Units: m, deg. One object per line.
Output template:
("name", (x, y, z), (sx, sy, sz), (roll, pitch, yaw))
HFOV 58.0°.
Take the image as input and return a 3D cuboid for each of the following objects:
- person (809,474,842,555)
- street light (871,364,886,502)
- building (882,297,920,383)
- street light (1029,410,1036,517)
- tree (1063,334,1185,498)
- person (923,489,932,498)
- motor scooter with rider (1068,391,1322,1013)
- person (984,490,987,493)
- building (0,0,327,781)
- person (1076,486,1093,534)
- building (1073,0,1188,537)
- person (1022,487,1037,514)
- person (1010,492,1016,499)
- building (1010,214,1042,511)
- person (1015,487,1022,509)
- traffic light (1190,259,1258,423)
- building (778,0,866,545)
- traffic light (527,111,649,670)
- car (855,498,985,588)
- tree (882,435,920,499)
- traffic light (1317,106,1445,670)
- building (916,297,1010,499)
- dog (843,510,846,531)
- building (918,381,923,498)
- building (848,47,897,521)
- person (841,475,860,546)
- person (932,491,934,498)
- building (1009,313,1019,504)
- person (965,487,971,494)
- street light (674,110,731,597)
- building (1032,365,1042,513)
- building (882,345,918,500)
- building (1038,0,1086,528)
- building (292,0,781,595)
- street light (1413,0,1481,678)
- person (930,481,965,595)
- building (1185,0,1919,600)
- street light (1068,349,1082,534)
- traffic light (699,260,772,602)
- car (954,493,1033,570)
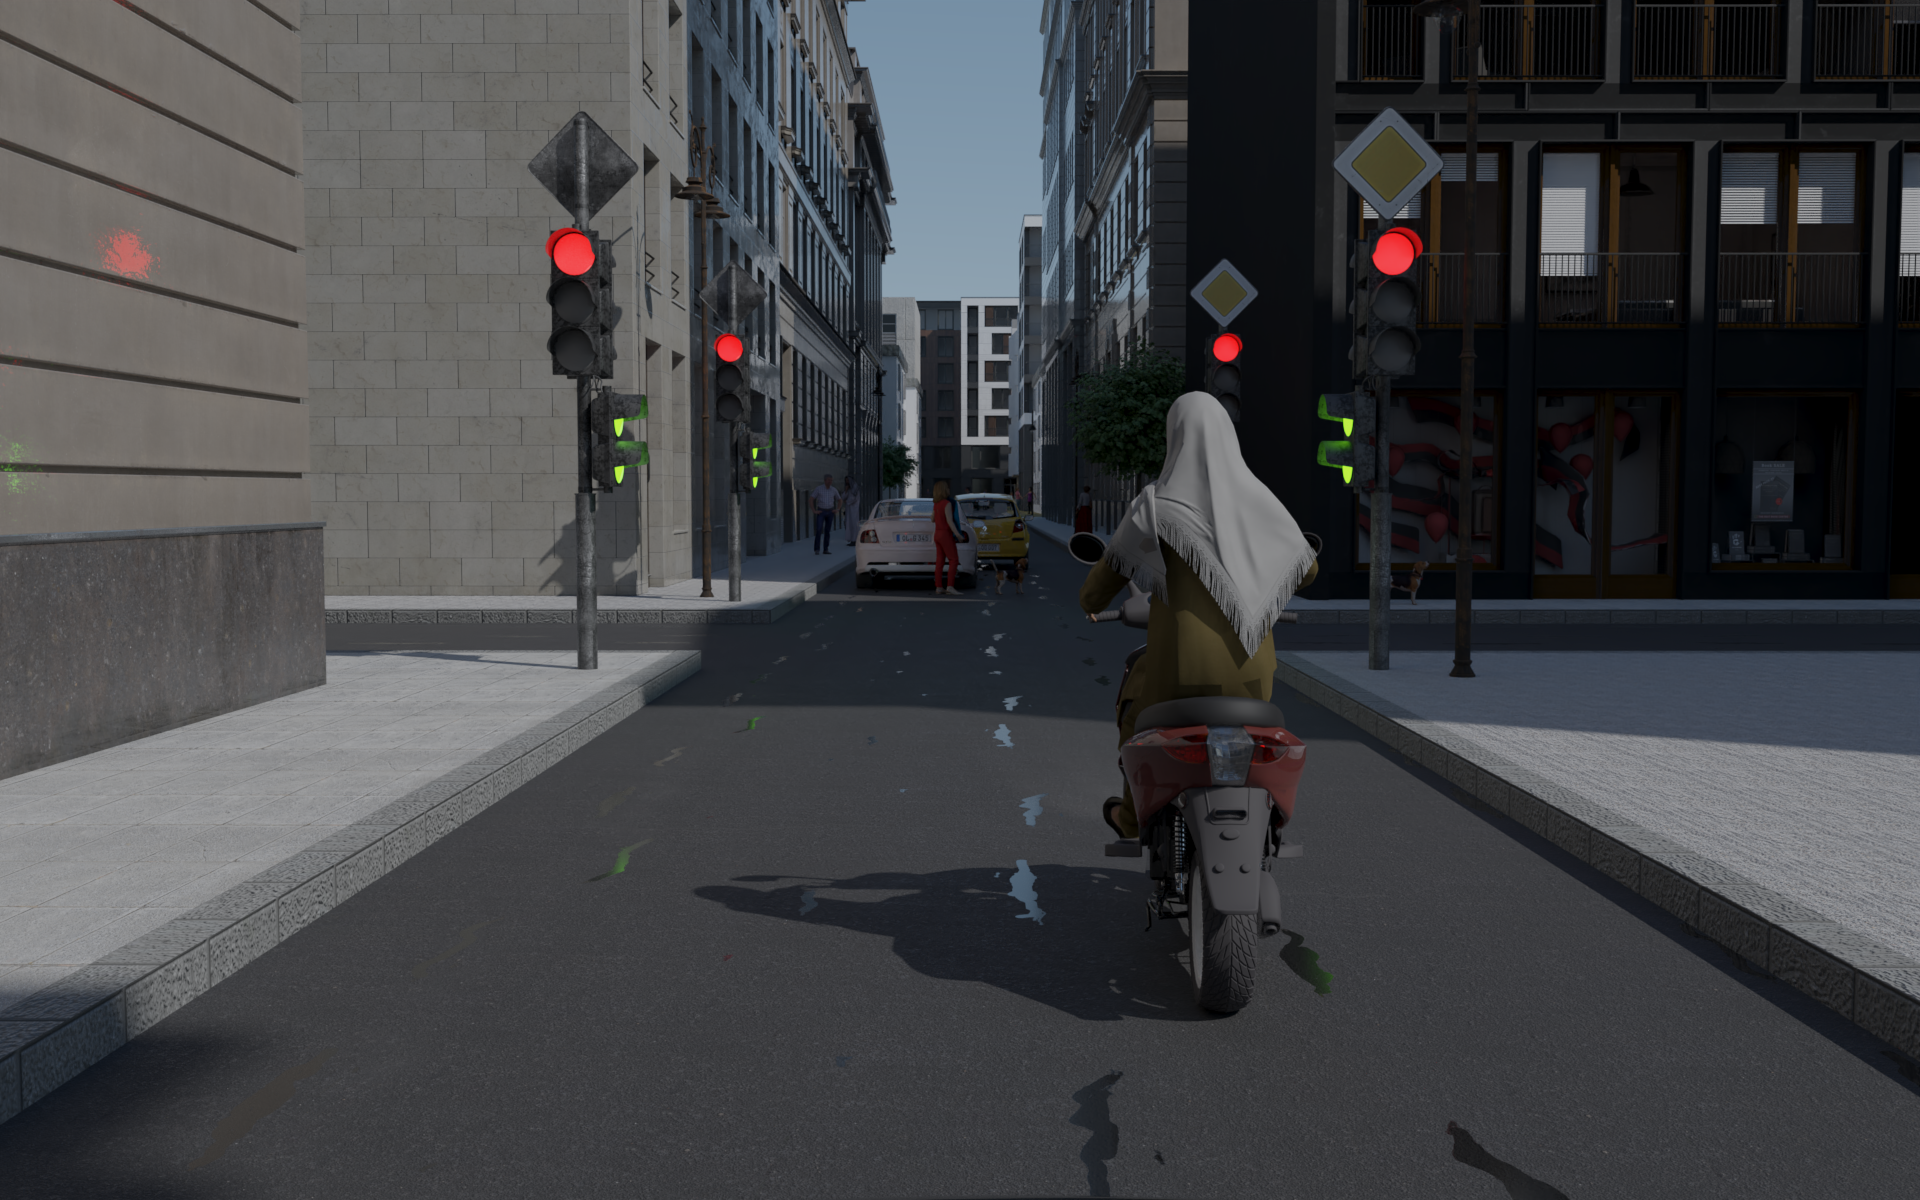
("person", (-2.836, -1.827, 36.846), (0.756, 1.711, 0.436), (-1, 4, -17))
("street light", (-2.891, -5.430, 61.563), (0.468, 5.910, 1.993), (0, 4, 0))
("building", (-19.743, -18.202, 164.058), (31.486, 18.905, 16.747), (0, 4, 0))
("street light", (3.984, -7.492, 95.282), (0.468, 5.910, 1.993), (0, 4, 0))
("tree", (3.790, -3.176, 35.648), (4.285, 4.588, 4.351), (0, 3, 0))
("person", (-3.077, -9.836, 167.410), (0.990, 1.755, 0.434), (0, 4, 5))
("motor scooter with rider", (0.779, 0.219, 5.389), (0.876, 1.779, 1.986), (0, 4, 2))
("person", (2.366, -9.043, 156.227), (0.599, 1.838, 0.709), (1, 4, 22))
("building", (-16.420, -12.723, 5.289), (25.104, 27.353, 12.463), (0, 4, 0))
("person", (3.597, -2.534, 49.938), (0.523, 1.526, 0.387), (-1, 4, -21))
("building", (10.211, -15.610, 52.488), (12.463, 27.353, 25.104), (0, 4, 0))
("person", (4.435, -6.341, 110.409), (1.217, 1.739, 0.721), (3, 5, 43))
("person", (4.079, -7.714, 135.394), (0.991, 1.433, 0.599), (-2, 4, -33))
("building", (18.711, -18.290, 143.011), (27.936, 21.610, 32.646), (0, 4, 0))
("person", (3.972, -6.706, 116.404), (0.721, 1.743, 1.217), (-1, 4, -17))
("traffic light", (3.091, -1.915, 20.553), (0.839, 4.213, 0.868), (0, 4, 0))
("building", (-11.657, -13.452, 53.219), (16.112, 22.955, 30.059), (0, 4, 0))
("traffic light", (-2.713, -1.427, 12.583), (0.839, 4.213, 0.868), (0, 4, 0))
("car", (-0.641, -0.938, 27.699), (2.083, 1.381, 4.827), (0, 4, 1))
("tree", (-3.880, -6.841, 95.564), (4.285, 4.588, 4.351), (0, 3, 0))
("traffic light", (3.048, -1.426, 12.568), (0.839, 4.213, 0.868), (0, 4, 0))
("building", (-2.006, -21.379, 193.525), (32.646, 21.610, 27.936), (0, 4, 0))
("dog", (-3.277, -2.227, 50.783), (0.513, 0.831, 0.800), (1, 4, 11))
("building", (-7.543, -12.079, 139.641), (9.099, 9.664, 28.070), (0, 4, 0))
("building", (-10.065, -14.629, 80.988), (13.314, 21.916, 24.055), (0, 4, 0))
("person", (-2.702, -2.209, 42.826), (0.551, 1.740, 0.621), (2, 4, 29))
("person", (-2.362, -9.758, 166.305), (0.721, 1.735, 1.217), (-2, 4, -31))
("building", (12.712, -18.909, 165.574), (16.016, 20.091, 11.380), (0, 4, 0))
("person", (0.210, -4.062, 75.436), (0.750, 1.759, 0.617), (1, 4, 9))
("street light", (-3.152, -2.973, 21.396), (0.468, 5.910, 1.993), (0, 4, 0))
("building", (9.719, -10.457, 113.123), (9.099, 9.664, 28.070), (0, 4, 0))
("building", (-7.896, -10.366, 111.625), (9.099, 9.664, 28.070), (0, 4, 0))
("building", (9.796, -18.511, 80.152), (11.434, 29.767, 29.804), (0, 4, 0))
("building", (-9.221, -10.695, 29.618), (10.420, 20.320, 16.860), (0, 4, 0))
("street light", (3.532, -2.398, 12.000), (0.468, 5.910, 1.993), (0, 4, 0))
("person", (-0.179, -0.889, 24.743), (0.444, 1.614, 0.593), (0, 4, -7))
("building", (12.162, -12.025, 26.289), (15.834, 23.373, 12.332), (0, 4, 0))
("street light", (3.710, -5.035, 55.116), (0.468, 5.910, 1.993), (0, 4, 0))
("traffic light", (-2.670, -1.916, 20.568), (0.839, 4.213, 0.868), (0, 4, 0))
("car", (0.462, -1.463, 34.149), (2.015, 1.641, 3.980), (0, 3, 0))
